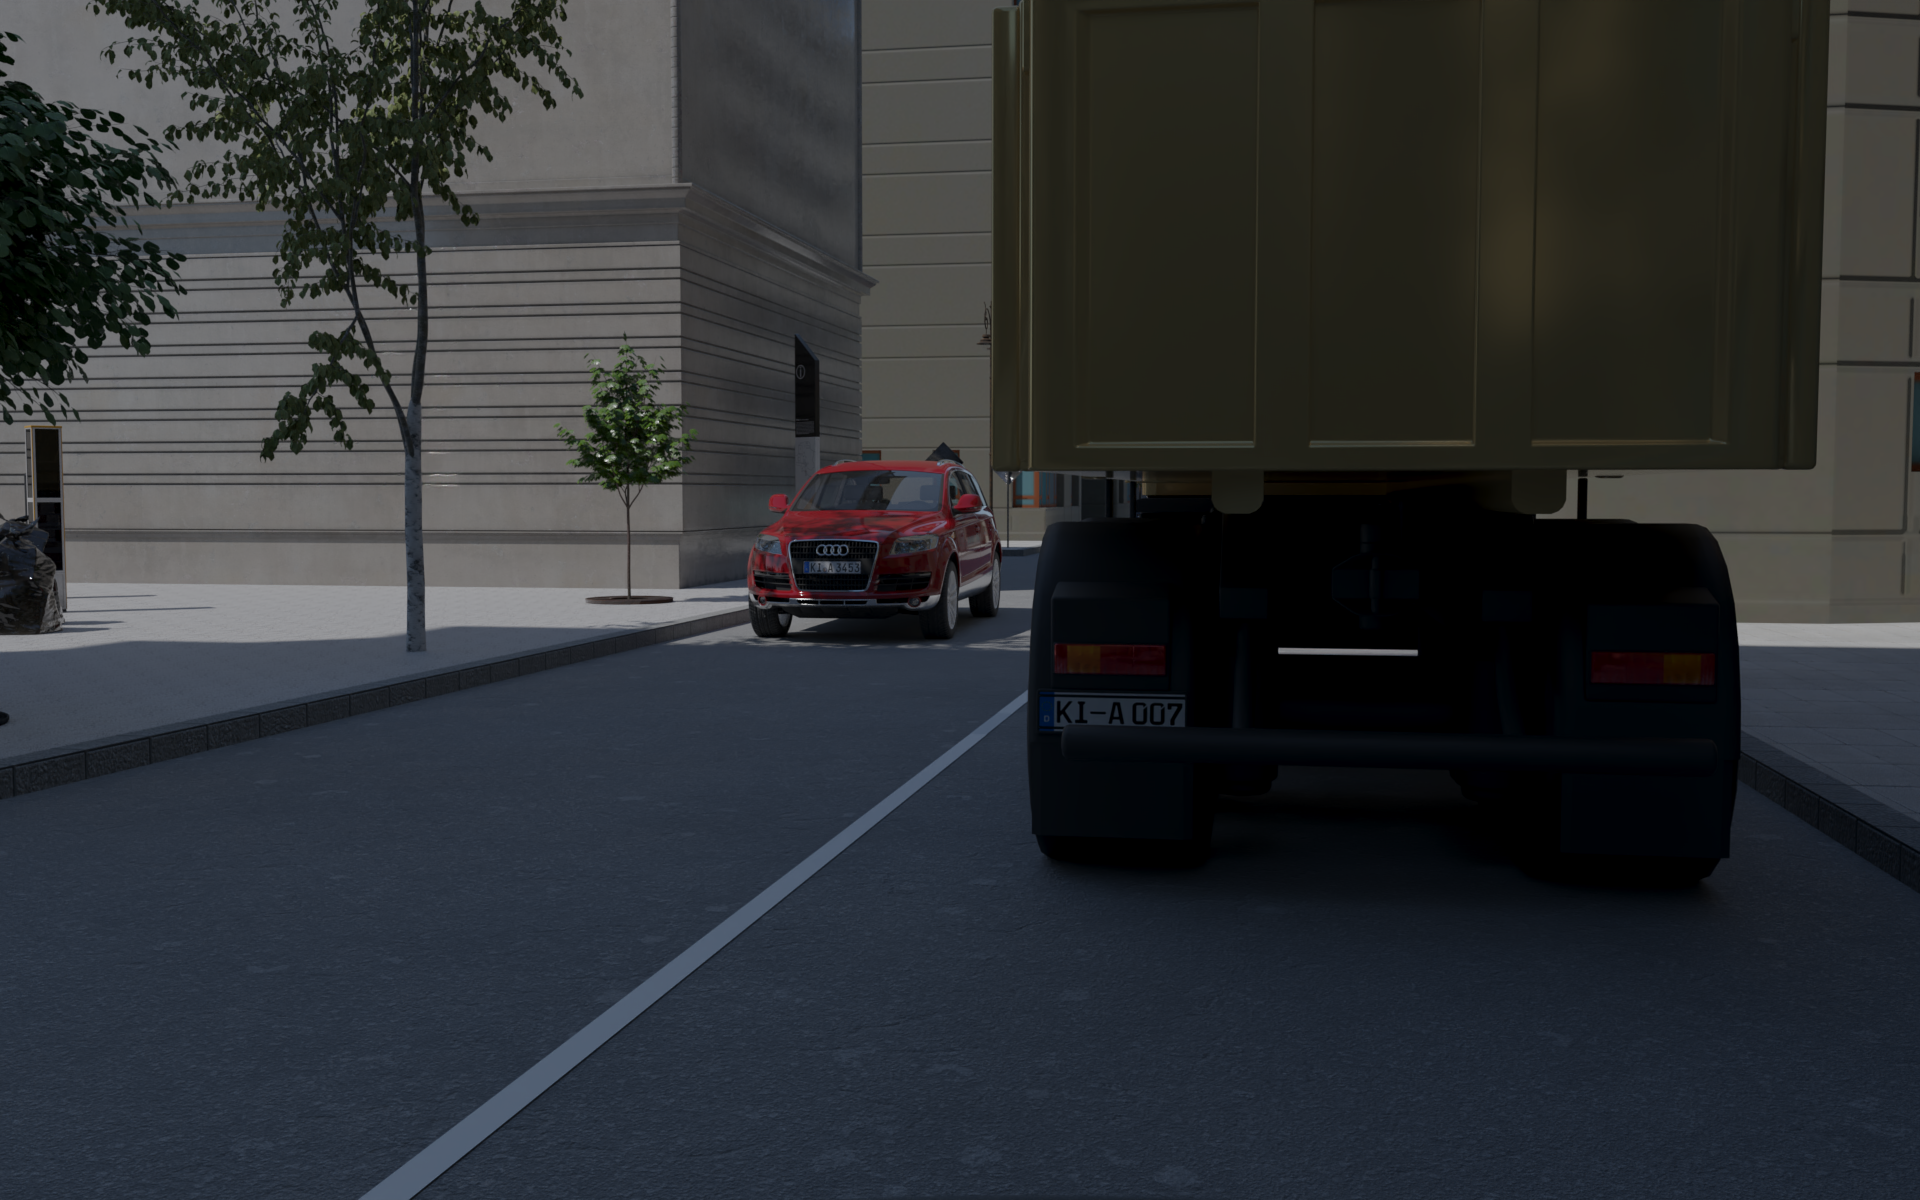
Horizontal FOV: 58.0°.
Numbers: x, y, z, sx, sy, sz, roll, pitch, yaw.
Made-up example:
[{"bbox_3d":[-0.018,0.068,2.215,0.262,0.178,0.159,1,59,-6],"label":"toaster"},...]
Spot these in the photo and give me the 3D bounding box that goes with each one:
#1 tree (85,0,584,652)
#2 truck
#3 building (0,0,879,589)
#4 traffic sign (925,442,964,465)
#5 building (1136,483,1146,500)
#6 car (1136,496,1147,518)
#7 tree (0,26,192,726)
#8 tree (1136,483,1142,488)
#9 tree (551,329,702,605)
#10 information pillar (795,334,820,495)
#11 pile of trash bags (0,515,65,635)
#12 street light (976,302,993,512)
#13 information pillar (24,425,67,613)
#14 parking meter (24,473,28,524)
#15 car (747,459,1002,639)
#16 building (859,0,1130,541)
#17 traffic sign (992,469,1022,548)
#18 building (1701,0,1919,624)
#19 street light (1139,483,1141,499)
[{"bbox_3d":[-4.685,-3.886,13.900,4.737,8.622,4.395,0,3,0],"label":"tree"},{"bbox_3d":[2.181,-0.871,10.158,3.469,3.379,9.791,1,4,10],"label":"truck"},{"bbox_3d":[-12.432,-11.812,29.285,21.152,22.565,11.583,1,4,11],"label":"building"},{"bbox_3d":[-0.326,-1.823,33.450,0.795,2.450,0.064,1,4,11],"label":"traffic sign"},{"bbox_3d":[0.171,-33.989,97.722,21.231,58.520,28.212,1,4,11],"label":"building"},{"bbox_3d":[7.545,-3.243,65.033,2.014,1.417,4.499,1,4,9],"label":"car"},{"bbox_3d":[-6.091,-1.566,9.313,4.285,4.588,4.351,0,3,0],"label":"tree"},{"bbox_3d":[8.123,-7.926,79.954,4.737,8.622,4.395,0,3,0],"label":"tree"},{"bbox_3d":[-4.023,-1.576,20.370,1.663,3.219,1.824,0,3,0],"label":"tree"},{"bbox_3d":[-2.233,-2.074,25.259,0.183,3.616,0.504,-3,5,-43],"label":"information pillar"},{"bbox_3d":[-10.176,-0.392,16.160,3.447,1.369,1.912,-1,4,-13],"label":"pile of trash bags"},{"bbox_3d":[0.749,-4.207,41.575,0.468,5.910,1.993,1,4,11],"label":"street light"},{"bbox_3d":[-9.869,-0.869,18.703,0.304,2.012,0.304,-3,5,-40],"label":"information pillar"},{"bbox_3d":[-11.244,-0.785,21.241,0.372,1.533,0.369,0,3,0],"label":"parking meter"},{"bbox_3d":[-0.794,-0.625,18.899,2.281,1.827,5.304,1,4,9],"label":"car"},{"bbox_3d":[-8.590,-13.353,63.368,27.650,21.520,28.899,1,4,11],"label":"building"},{"bbox_3d":[1.149,-2.303,41.298,0.795,2.450,0.064,1,4,11],"label":"traffic sign"},{"bbox_3d":[18.427,-10.029,9.020,27.650,21.520,28.899,1,4,11],"label":"building"},{"bbox_3d":[8.696,-6.775,83.556,0.468,5.910,1.993,1,4,11],"label":"street light"}]
